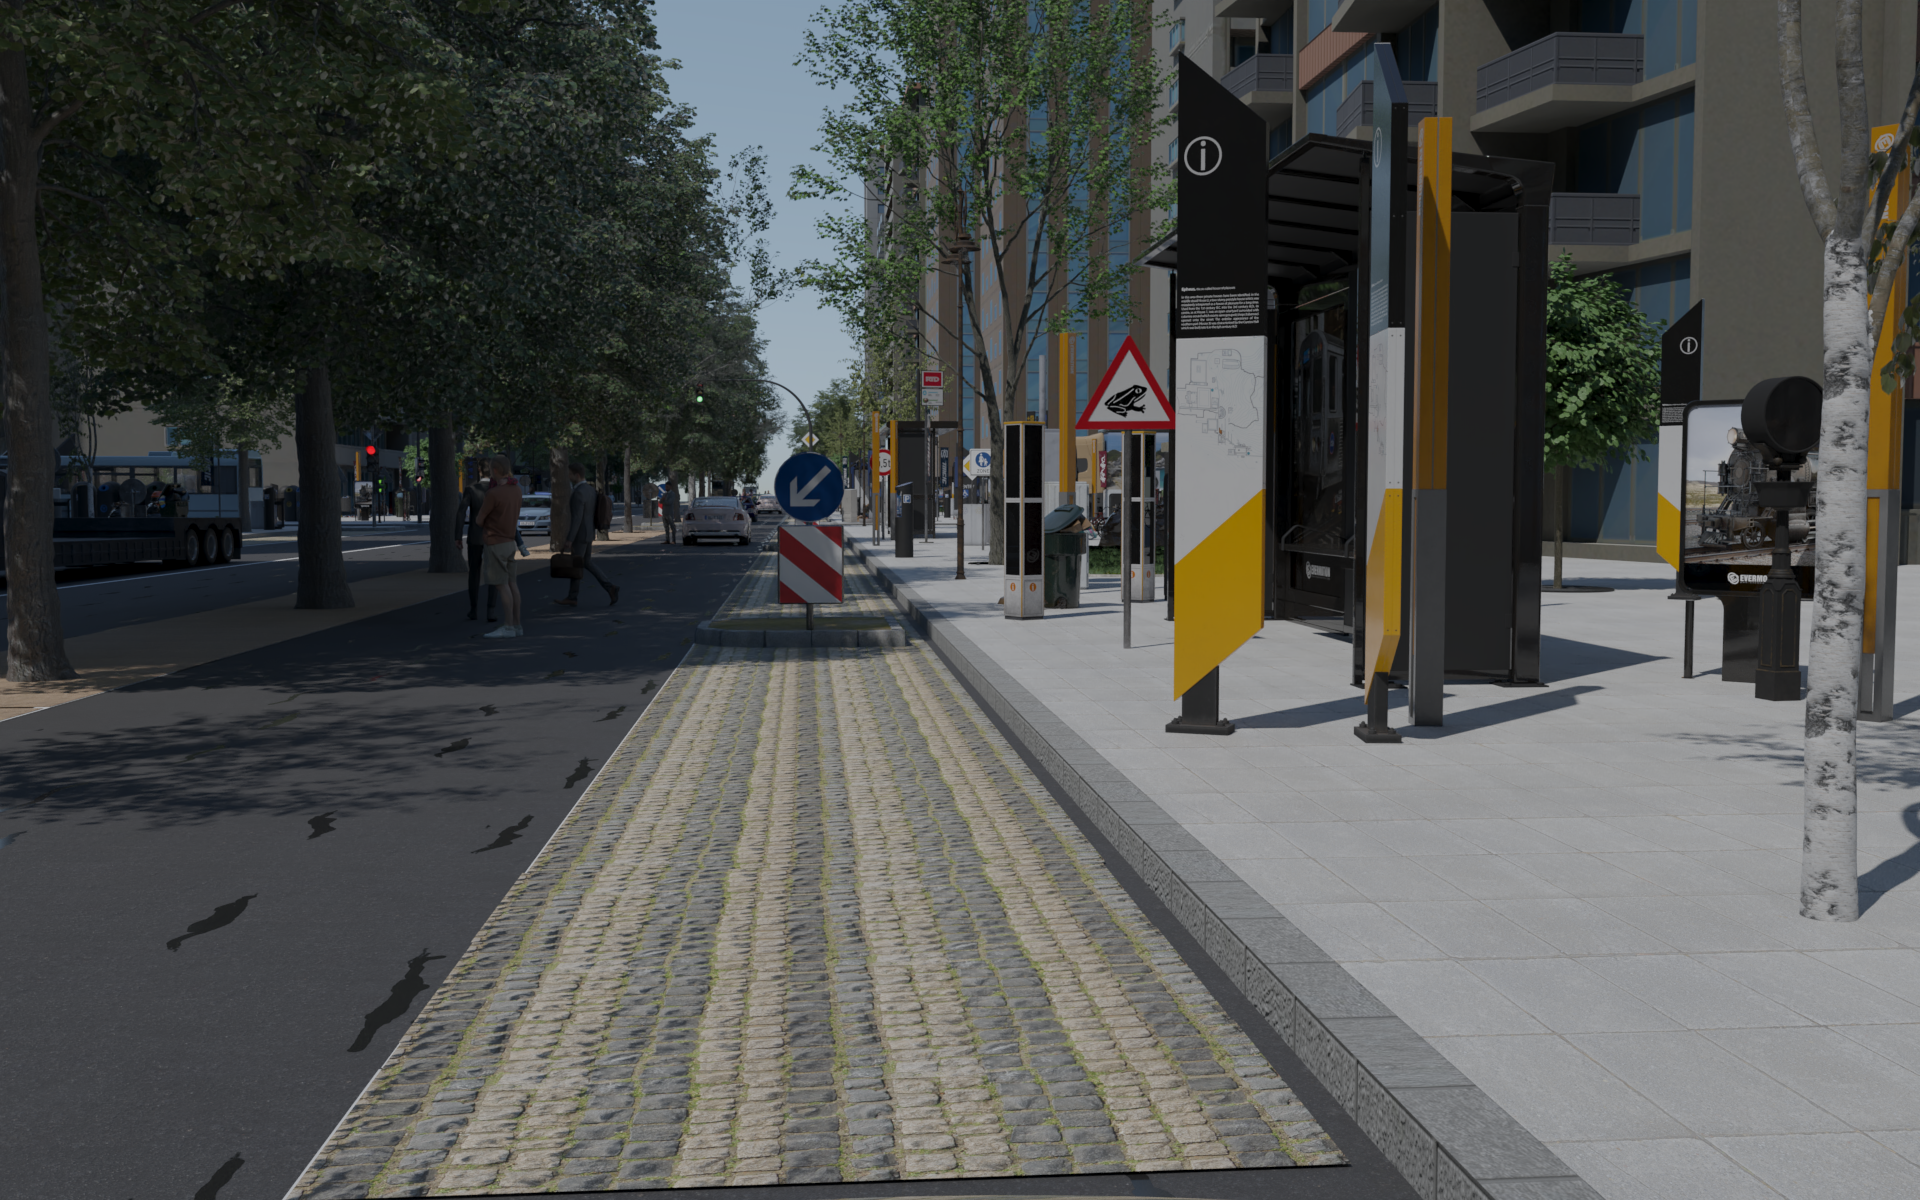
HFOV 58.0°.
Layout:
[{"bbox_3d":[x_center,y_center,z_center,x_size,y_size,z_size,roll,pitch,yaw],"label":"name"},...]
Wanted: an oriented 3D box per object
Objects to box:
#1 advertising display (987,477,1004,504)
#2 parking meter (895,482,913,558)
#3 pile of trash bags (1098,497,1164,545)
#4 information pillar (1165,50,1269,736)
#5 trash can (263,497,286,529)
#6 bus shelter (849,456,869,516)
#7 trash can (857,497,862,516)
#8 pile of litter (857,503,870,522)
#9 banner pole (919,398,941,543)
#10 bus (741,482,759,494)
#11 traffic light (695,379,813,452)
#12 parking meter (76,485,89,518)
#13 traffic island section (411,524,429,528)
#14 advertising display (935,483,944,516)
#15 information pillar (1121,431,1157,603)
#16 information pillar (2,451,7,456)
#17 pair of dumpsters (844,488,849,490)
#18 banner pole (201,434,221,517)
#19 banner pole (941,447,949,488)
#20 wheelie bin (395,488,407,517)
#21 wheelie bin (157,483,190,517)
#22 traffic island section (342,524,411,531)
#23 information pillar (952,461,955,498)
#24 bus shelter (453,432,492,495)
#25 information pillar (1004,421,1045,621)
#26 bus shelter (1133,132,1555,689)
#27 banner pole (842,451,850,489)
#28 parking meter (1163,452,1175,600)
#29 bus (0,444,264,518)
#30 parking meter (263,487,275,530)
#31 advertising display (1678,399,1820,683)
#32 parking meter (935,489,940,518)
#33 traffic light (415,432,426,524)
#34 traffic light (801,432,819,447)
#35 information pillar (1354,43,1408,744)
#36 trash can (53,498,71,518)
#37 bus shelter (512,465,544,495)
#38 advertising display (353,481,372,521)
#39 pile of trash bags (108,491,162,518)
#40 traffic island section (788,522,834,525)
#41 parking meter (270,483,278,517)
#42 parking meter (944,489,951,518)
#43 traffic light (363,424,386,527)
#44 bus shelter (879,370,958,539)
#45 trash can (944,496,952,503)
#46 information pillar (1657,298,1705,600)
[{"bbox_3d":[1.536,-3.790,67.180,0.974,1.923,0.123,0,4,-3],"label":"advertising display"},{"bbox_3d":[-1.126,-1.623,34.944,0.372,1.533,0.369,0,3,0],"label":"parking meter"},{"bbox_3d":[4.738,-2.009,42.593,1.912,1.369,3.447,2,4,26],"label":"pile of trash bags"},{"bbox_3d":[1.371,-1.091,9.193,0.504,3.616,0.183,1,4,21],"label":"information pillar"},{"bbox_3d":[-24.937,-3.145,63.072,0.748,1.137,0.748,0,3,0],"label":"trash can"},{"bbox_3d":[-4.853,-6.068,93.127,2.014,3.302,5.546,0,4,-5],"label":"bus shelter"},{"bbox_3d":[-5.137,-4.434,84.146,0.748,1.137,0.748,0,3,0],"label":"trash can"},{"bbox_3d":[-4.528,-4.563,88.573,1.176,0.858,1.719,-1,4,-19],"label":"pile of litter"},{"bbox_3d":[-0.839,-3.363,44.998,0.401,3.779,0.863,-1,4,-11],"label":"banner pole"},{"bbox_3d":[-35.919,-18.673,296.848,2.896,3.916,12.252,0,4,-5],"label":"bus"},{"bbox_3d":[-8.019,-5.740,68.516,4.771,5.953,1.251,0,4,-5],"label":"traffic light"},{"bbox_3d":[-24.867,-2.494,49.188,0.372,1.533,0.369,0,3,0],"label":"parking meter"},{"bbox_3d":[-23.539,-3.249,75.409,2.009,0.180,2.903,0,4,-5],"label":"traffic island section"},{"bbox_3d":[-1.422,-5.993,103.201,0.974,1.923,0.123,-2,4,-30],"label":"advertising display"},{"bbox_3d":[2.107,-0.976,20.450,0.304,2.012,0.304,3,4,36],"label":"information pillar"},{"bbox_3d":[-50.385,-6.120,91.420,0.183,3.616,0.504,2,4,30],"label":"information pillar"},{"bbox_3d":[-7.297,-6.879,114.960,1.574,2.255,4.437,0,4,-5],"label":"pair of dumpsters"},{"bbox_3d":[-28.011,-4.579,64.882,0.863,3.779,0.401,-1,4,-22],"label":"banner pole"},{"bbox_3d":[-0.861,-5.579,81.237,0.863,3.779,0.401,-2,4,-33],"label":"banner pole"},{"bbox_3d":[-30.786,-5.359,95.532,0.693,1.594,0.980,-3,4,-38],"label":"wheelie bin"},{"bbox_3d":[-23.140,-2.639,51.059,0.693,1.594,0.980,1,4,12],"label":"wheelie bin"},{"bbox_3d":[-22.827,-2.763,67.456,2.009,0.180,2.903,0,4,-5],"label":"traffic island section"},{"bbox_3d":[-0.451,-8.074,123.371,0.183,3.616,0.504,1,4,14],"label":"information pillar"},{"bbox_3d":[-28.491,-7.514,100.482,2.179,5.291,8.768,0,4,-5],"label":"bus shelter"},{"bbox_3d":[0.655,-0.806,17.669,0.304,2.012,0.304,-3,4,-36],"label":"information pillar"},{"bbox_3d":[2.860,-1.418,14.471,1.731,3.624,6.357,0,4,-5],"label":"bus shelter"},{"bbox_3d":[-6.557,-6.754,100.438,0.401,3.779,0.863,-3,5,-44],"label":"banner pole"},{"bbox_3d":[2.651,-0.923,20.799,0.255,1.863,0.399,-2,4,-35],"label":"parking meter"},{"bbox_3d":[-35.743,-4.653,70.940,13.247,3.499,2.948,0,4,-4],"label":"bus"},{"bbox_3d":[-24.655,-3.264,61.780,0.372,1.533,0.369,0,3,0],"label":"parking meter"},{"bbox_3d":[5.387,-0.398,11.726,0.974,1.923,0.123,3,5,41],"label":"advertising display"},{"bbox_3d":[-1.309,-5.290,94.902,0.372,1.533,0.369,0,3,0],"label":"parking meter"},{"bbox_3d":[-21.423,-6.167,75.499,4.771,5.953,1.251,0,4,-5],"label":"traffic light"},{"bbox_3d":[-6.656,-5.375,76.797,0.839,4.253,0.868,0,4,-5],"label":"traffic light"},{"bbox_3d":[2.182,-1.072,8.879,0.183,3.616,0.504,0,4,2],"label":"information pillar"},{"bbox_3d":[-29.499,-2.758,56.744,0.748,1.137,0.748,0,3,0],"label":"trash can"},{"bbox_3d":[-31.198,-7.962,124.109,2.014,3.302,5.546,0,4,-5],"label":"bus shelter"},{"bbox_3d":[-28.523,-4.756,82.969,0.974,1.923,0.123,-2,4,-25],"label":"advertising display"},{"bbox_3d":[-25.046,-2.663,53.296,1.912,1.369,3.447,-1,4,-10],"label":"pile of trash bags"},{"bbox_3d":[-6.615,-3.342,76.914,2.009,0.180,2.903,0,4,-5],"label":"traffic island section"},{"bbox_3d":[-37.567,-5.459,94.970,0.399,1.863,0.255,-3,5,-43],"label":"parking meter"},{"bbox_3d":[-0.680,-5.177,93.058,0.372,1.533,0.369,0,3,0],"label":"parking meter"},{"bbox_3d":[-22.786,-4.795,67.325,0.839,4.253,0.868,0,4,-5],"label":"traffic light"},{"bbox_3d":[-1.396,-4.656,53.756,2.179,5.291,8.768,0,4,-5],"label":"bus shelter"},{"bbox_3d":[-0.941,-7.566,135.361,0.748,1.137,0.748,0,3,0],"label":"trash can"},{"bbox_3d":[8.740,-1.813,20.991,0.504,3.616,0.183,3,5,42],"label":"information pillar"}]
